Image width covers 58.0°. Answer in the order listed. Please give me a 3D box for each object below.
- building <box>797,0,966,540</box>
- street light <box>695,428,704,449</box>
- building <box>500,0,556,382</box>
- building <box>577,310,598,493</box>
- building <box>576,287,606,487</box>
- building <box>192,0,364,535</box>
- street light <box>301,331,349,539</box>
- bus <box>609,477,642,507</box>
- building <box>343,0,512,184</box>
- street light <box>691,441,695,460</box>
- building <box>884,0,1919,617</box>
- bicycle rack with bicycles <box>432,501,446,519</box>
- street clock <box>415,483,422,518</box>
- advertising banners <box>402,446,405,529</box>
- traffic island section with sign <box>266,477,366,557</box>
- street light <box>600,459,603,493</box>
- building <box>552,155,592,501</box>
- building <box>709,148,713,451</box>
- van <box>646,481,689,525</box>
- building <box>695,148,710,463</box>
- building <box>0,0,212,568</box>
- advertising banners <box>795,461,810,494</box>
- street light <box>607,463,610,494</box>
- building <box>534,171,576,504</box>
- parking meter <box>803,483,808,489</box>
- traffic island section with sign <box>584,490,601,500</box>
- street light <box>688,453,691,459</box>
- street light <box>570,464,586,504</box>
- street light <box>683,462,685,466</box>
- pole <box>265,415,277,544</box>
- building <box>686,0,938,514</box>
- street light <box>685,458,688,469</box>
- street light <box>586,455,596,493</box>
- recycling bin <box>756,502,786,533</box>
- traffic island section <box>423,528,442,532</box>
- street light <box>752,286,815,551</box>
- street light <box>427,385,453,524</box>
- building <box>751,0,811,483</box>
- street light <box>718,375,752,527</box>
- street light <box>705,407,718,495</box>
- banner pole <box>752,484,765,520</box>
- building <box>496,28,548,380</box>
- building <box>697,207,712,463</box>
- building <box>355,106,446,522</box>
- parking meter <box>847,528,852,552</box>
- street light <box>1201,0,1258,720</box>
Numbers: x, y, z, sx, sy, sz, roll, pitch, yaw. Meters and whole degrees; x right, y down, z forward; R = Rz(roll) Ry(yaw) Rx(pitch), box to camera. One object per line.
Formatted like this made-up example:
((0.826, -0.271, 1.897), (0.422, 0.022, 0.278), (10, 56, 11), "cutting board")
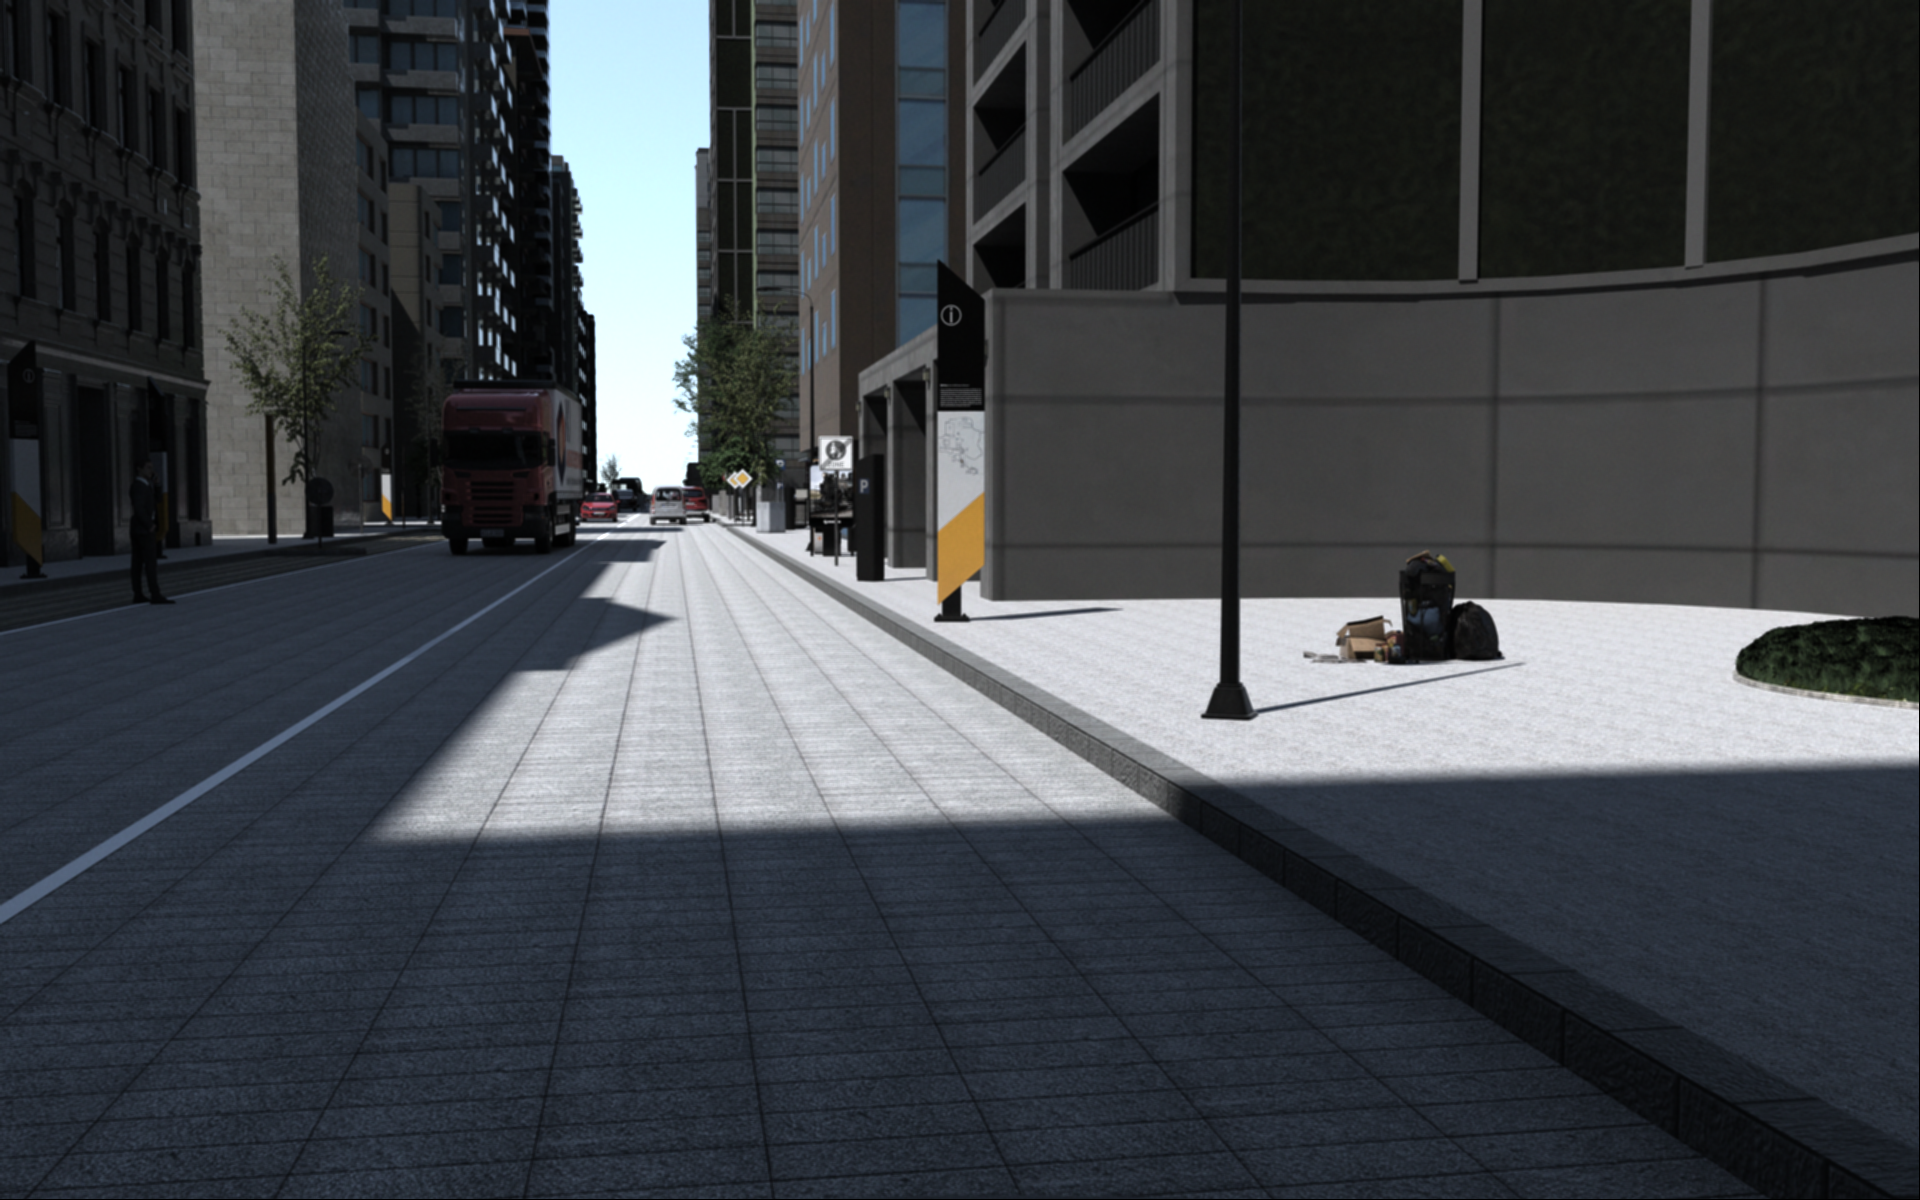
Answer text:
((2.520, -24.573, 51.888), (14.600, 45.320, 14.200), (-1, 4, -9), "building")
((-17.616, -9.094, 121.229), (1.470, 5.913, 1.316), (-1, 4, -9), "street light")
((-54.604, -53.536, 187.992), (22.319, 86.520, 31.000), (-1, 4, -9), "building")
((-63.454, -30.277, 266.730), (14.160, 30.474, 14.107), (-1, 4, -9), "building")
((-74.885, -36.203, 283.806), (32.217, 40.220, 23.993), (-1, 4, -9), "building")
((-29.739, -12.411, 57.674), (16.860, 20.320, 10.420), (-1, 4, -9), "building")
((-18.039, -4.691, 49.245), (1.470, 5.913, 1.316), (-1, 4, -9), "street light")
((-35.945, -11.748, 186.933), (2.948, 3.499, 13.247), (0, 4, -8), "bus")
((-44.758, -30.998, 126.430), (23.786, 49.044, 30.456), (-1, 4, -9), "building")
((-22.312, -10.841, 149.795), (1.470, 5.913, 1.316), (-1, 4, -9), "street light")
((9.700, -35.869, 24.710), (20.563, 71.187, 20.611), (-1, 4, -9), "building")
((-25.646, -4.608, 88.726), (2.852, 0.926, 2.925), (-2, 4, -31), "bicycle rack with bicycles")
((-28.517, -5.300, 91.225), (0.358, 2.002, 0.471), (-2, 4, -30), "street clock")
((-20.364, -4.109, 63.369), (0.090, 3.025, 2.074), (-1, 4, -20), "advertising banners")
((-15.022, -1.951, 40.530), (1.989, 1.847, 2.006), (-1, 4, -9), "traffic island section with sign")
((-48.453, -15.849, 231.673), (1.470, 5.913, 1.316), (-1, 4, -9), "street light")
((-64.463, -38.155, 243.448), (23.786, 49.044, 30.456), (-1, 4, -9), "building")
((-19.849, -36.112, 214.133), (21.300, 48.544, 21.600), (-1, 4, -9), "building")
((-13.749, -4.553, 81.453), (2.013, 2.044, 4.112), (-1, 4, -11), "van")
((-34.148, -46.025, 294.505), (21.231, 58.520, 28.212), (-1, 4, -9), "building")
((-22.036, -11.279, 33.556), (9.793, 20.994, 18.267), (-1, 4, -9), "building")
((-8.483, -5.849, 91.811), (0.090, 3.025, 2.074), (2, 4, 33), "advertising banners")
((-53.189, -17.590, 260.139), (1.470, 5.913, 1.316), (-1, 4, -9), "street light")
((-54.898, -32.353, 212.565), (14.154, 41.232, 14.086), (-1, 4, -9), "building")
((-7.834, -5.033, 87.997), (0.255, 1.863, 0.399), (0, 4, -8), "parking meter")
((-37.067, -10.025, 172.539), (1.989, 1.847, 2.006), (-1, 4, -9), "traffic island section with sign")
((-25.144, -11.868, 166.574), (1.470, 5.913, 1.316), (-1, 4, -9), "street light")
((-39.407, -12.541, 177.587), (1.470, 5.913, 1.316), (-1, 4, -9), "street light")
((-34.877, -15.404, 224.398), (1.470, 5.913, 1.316), (-1, 4, -9), "street light")
((-17.754, -3.106, 44.629), (0.158, 3.312, 0.155), (0, 3, 0), "pole")
((-11.683, -42.812, 138.234), (20.563, 71.187, 20.611), (-1, 4, -9), "building")
((-29.900, -13.608, 195.037), (1.470, 5.913, 1.316), (-1, 4, -9), "street light")
((-44.010, -14.284, 206.076), (1.470, 5.913, 1.316), (-1, 4, -9), "street light")
((-6.255, -2.737, 57.297), (0.722, 1.027, 0.722), (-3, 5, -43), "recycling bin")
((-19.279, -2.682, 66.138), (2.009, 0.180, 2.903), (-1, 4, -9), "traffic island section")
((-3.853, -4.054, 38.820), (1.470, 5.913, 1.316), (-1, 4, -9), "street light")
((-21.968, -6.177, 73.541), (1.470, 5.913, 1.316), (-1, 4, -9), "street light")
((-6.727, -26.344, 114.323), (14.154, 41.232, 14.086), (-1, 4, -9), "building")
((-8.602, -5.825, 67.784), (1.470, 5.913, 1.316), (-1, 4, -9), "street light")
((-12.737, -7.334, 92.445), (1.470, 5.913, 1.316), (-1, 4, -9), "street light")
((-9.915, -5.833, 85.379), (0.863, 3.779, 0.401), (-3, 5, -43), "banner pole")
((-49.995, -30.894, 159.743), (22.147, 44.769, 28.867), (-1, 4, -9), "building")
((-30.648, -34.599, 249.287), (14.154, 41.232, 14.086), (-1, 4, -9), "building")
((-42.824, -14.950, 89.466), (27.650, 21.520, 28.899), (-1, 4, -9), "building")
((-2.367, -2.010, 38.570), (0.255, 1.863, 0.399), (-1, 4, -10), "parking meter")
((1.018, -2.274, 9.719), (1.470, 5.913, 1.316), (-1, 4, -9), "street light")
